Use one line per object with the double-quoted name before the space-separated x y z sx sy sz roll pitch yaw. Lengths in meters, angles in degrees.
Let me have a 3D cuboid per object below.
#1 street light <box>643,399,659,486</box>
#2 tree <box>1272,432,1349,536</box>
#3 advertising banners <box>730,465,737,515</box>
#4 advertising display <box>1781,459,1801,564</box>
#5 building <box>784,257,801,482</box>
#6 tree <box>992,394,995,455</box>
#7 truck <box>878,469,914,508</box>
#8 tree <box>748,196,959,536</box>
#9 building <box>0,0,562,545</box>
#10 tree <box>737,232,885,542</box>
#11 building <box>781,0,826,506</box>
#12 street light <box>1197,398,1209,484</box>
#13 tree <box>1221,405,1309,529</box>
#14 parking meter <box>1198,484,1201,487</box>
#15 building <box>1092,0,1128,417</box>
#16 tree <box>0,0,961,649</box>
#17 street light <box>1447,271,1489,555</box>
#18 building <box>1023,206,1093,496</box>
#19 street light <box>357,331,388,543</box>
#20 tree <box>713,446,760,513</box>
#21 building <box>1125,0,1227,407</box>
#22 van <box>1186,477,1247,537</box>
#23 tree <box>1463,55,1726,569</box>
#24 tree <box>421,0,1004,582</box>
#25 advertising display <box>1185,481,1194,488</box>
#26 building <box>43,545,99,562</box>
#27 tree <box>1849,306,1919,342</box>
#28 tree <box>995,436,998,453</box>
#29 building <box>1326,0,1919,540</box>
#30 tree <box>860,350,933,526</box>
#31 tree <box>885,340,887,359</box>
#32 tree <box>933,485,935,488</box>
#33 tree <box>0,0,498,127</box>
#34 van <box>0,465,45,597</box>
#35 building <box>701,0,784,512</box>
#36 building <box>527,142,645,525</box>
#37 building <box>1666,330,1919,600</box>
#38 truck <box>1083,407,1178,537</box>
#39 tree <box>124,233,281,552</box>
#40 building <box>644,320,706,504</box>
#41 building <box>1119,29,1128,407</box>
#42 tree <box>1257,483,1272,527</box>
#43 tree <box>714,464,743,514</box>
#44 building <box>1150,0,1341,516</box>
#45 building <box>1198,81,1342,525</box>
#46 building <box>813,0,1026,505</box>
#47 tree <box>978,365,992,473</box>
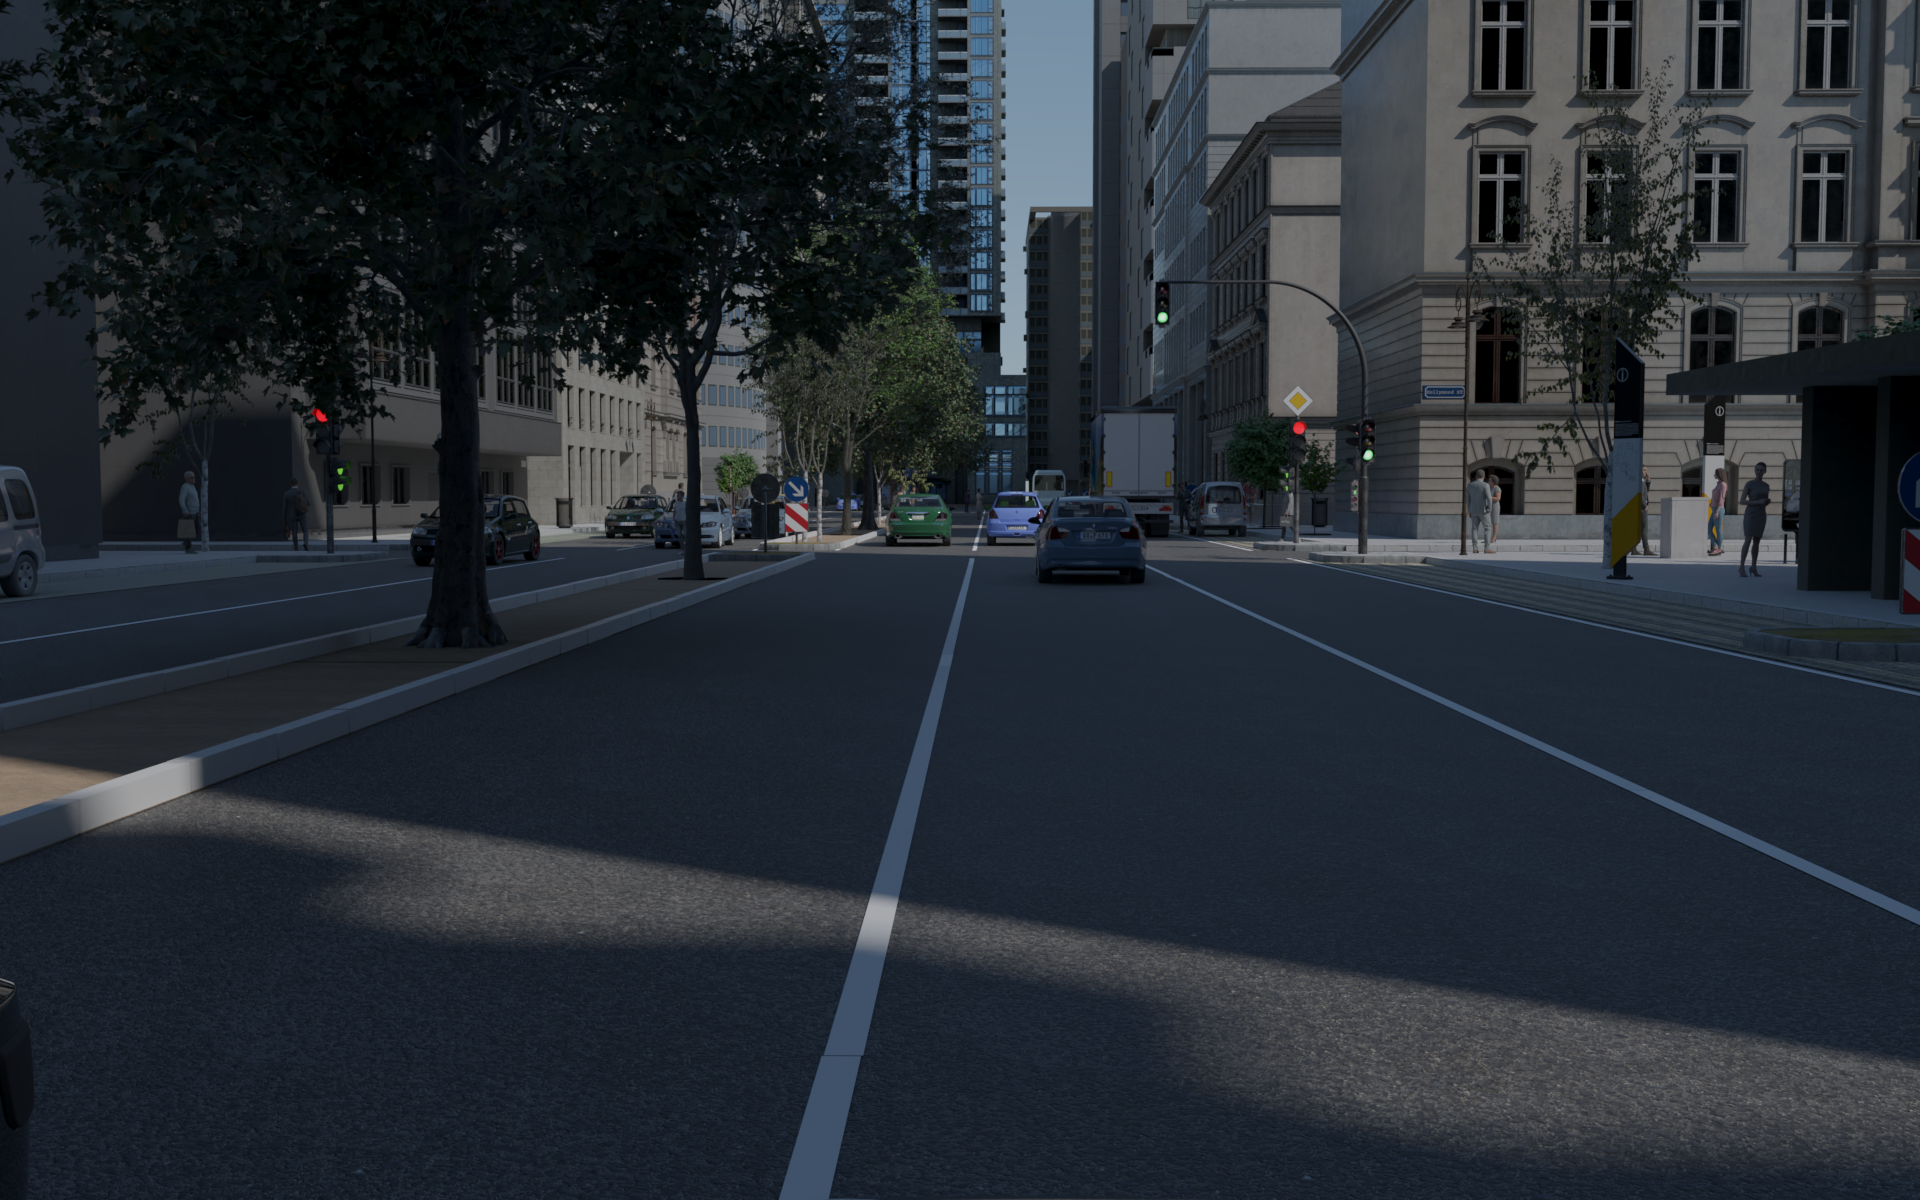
"street light" -14.760 -6.737 82.937 0.468 5.910 1.993 0 4 1
"tree" 11.015 -3.636 54.057 1.663 3.219 1.824 0 3 0
"advertising banners" -13.887 -6.723 106.103 0.090 3.025 2.074 0 4 4
"advertising display" 15.489 -1.617 31.655 0.123 1.923 0.974 -2 4 -28
"building" -22.159 -28.868 155.584 14.154 41.232 14.086 0 4 1
"tree" -3.254 -10.126 85.019 9.611 12.733 9.660 0 3 0
"truck" -5.304 -9.980 152.937 2.967 4.110 18.799 0 4 0
"tree" -3.802 -8.006 59.115 9.928 11.665 9.643 0 3 0
"building" -23.223 -16.163 57.775 14.314 27.812 24.014 0 4 1
"tree" -4.241 -5.766 47.091 4.360 8.622 3.978 0 3 0
"building" -28.110 -36.189 180.932 27.495 52.752 28.713 0 4 1
"street light" 11.508 -6.690 82.170 0.468 5.910 1.993 0 4 1
"tree" 11.181 -4.881 63.524 4.285 4.588 4.351 0 3 0
"parking meter" 11.927 -4.880 85.494 0.399 1.863 0.255 0 4 8
"building" 24.259 -39.012 179.837 21.231 58.520 28.212 0 4 1
"tree" -4.729 -5.915 16.169 9.611 12.733 9.660 0 3 0
"street light" 10.560 -3.876 36.156 0.468 5.910 1.993 0 4 1
"building" 20.164 -32.317 220.257 23.993 40.220 32.217 0 4 1
"street light" -15.453 -4.450 45.547 0.468 5.910 1.993 0 4 1
"tree" -15.242 -8.255 118.684 4.285 4.588 4.351 0 3 0
"building" 27.633 -33.515 137.215 28.713 52.752 27.495 0 4 1
"van" 8.777 -3.191 59.190 2.013 2.044 4.112 0 4 2
"tree" 11.065 -4.853 29.701 4.360 8.622 3.978 0 3 0
"tree" -4.389 -7.056 28.190 12.009 13.543 11.850 0 3 0
"advertising display" 11.224 -4.866 84.768 0.123 1.923 0.974 2 4 28
"building" -29.159 -14.380 28.625 24.014 27.812 14.314 0 4 1
"tree" 15.847 -2.735 28.424 4.285 4.588 4.351 0 3 0
"tree" -2.399 -11.543 108.187 9.611 12.733 9.660 0 3 0
"building" 29.850 -14.292 52.754 34.723 24.649 14.460 0 4 1
"tree" -3.589 -7.619 77.389 4.737 8.622 4.395 0 3 0
"tree" -4.199 -6.038 51.543 4.360 8.622 3.978 0 3 0
"tree" -2.958 -8.560 92.774 4.737 8.622 4.395 0 3 0
"tree" -4.772 -4.323 7.544 8.767 10.594 7.601 0 4 1
"van" -13.728 -0.952 22.582 2.013 2.044 4.112 0 4 0
"building" -25.883 -36.194 133.771 21.231 58.520 28.212 0 4 1
"building" -21.218 -13.692 78.618 10.420 20.320 16.860 0 4 1
"building" 20.625 -21.684 9.167 22.147 44.769 28.867 0 4 1
"truck" 5.928 -4.419 61.171 2.839 4.237 11.283 0 4 2
"tree" -16.884 -5.399 38.637 4.360 8.622 3.978 0 3 0
"building" -22.710 -19.034 98.595 14.401 28.519 23.554 0 4 1
"building" 22.080 -31.103 158.643 14.600 45.320 14.200 0 4 1
"tree" 12.254 -4.438 67.164 1.663 3.219 1.824 0 3 0
"tree" -15.226 -7.387 115.377 1.663 3.219 1.824 0 3 0
"building" 18.409 -19.975 104.079 11.434 29.767 29.804 0 4 1
"building" 17.379 -13.156 79.733 10.561 19.102 19.286 0 4 1
"building" -7.459 -55.145 214.285 31.000 86.520 22.319 0 4 1
"tree" -3.679 -9.156 69.162 9.611 12.733 9.660 0 3 0
